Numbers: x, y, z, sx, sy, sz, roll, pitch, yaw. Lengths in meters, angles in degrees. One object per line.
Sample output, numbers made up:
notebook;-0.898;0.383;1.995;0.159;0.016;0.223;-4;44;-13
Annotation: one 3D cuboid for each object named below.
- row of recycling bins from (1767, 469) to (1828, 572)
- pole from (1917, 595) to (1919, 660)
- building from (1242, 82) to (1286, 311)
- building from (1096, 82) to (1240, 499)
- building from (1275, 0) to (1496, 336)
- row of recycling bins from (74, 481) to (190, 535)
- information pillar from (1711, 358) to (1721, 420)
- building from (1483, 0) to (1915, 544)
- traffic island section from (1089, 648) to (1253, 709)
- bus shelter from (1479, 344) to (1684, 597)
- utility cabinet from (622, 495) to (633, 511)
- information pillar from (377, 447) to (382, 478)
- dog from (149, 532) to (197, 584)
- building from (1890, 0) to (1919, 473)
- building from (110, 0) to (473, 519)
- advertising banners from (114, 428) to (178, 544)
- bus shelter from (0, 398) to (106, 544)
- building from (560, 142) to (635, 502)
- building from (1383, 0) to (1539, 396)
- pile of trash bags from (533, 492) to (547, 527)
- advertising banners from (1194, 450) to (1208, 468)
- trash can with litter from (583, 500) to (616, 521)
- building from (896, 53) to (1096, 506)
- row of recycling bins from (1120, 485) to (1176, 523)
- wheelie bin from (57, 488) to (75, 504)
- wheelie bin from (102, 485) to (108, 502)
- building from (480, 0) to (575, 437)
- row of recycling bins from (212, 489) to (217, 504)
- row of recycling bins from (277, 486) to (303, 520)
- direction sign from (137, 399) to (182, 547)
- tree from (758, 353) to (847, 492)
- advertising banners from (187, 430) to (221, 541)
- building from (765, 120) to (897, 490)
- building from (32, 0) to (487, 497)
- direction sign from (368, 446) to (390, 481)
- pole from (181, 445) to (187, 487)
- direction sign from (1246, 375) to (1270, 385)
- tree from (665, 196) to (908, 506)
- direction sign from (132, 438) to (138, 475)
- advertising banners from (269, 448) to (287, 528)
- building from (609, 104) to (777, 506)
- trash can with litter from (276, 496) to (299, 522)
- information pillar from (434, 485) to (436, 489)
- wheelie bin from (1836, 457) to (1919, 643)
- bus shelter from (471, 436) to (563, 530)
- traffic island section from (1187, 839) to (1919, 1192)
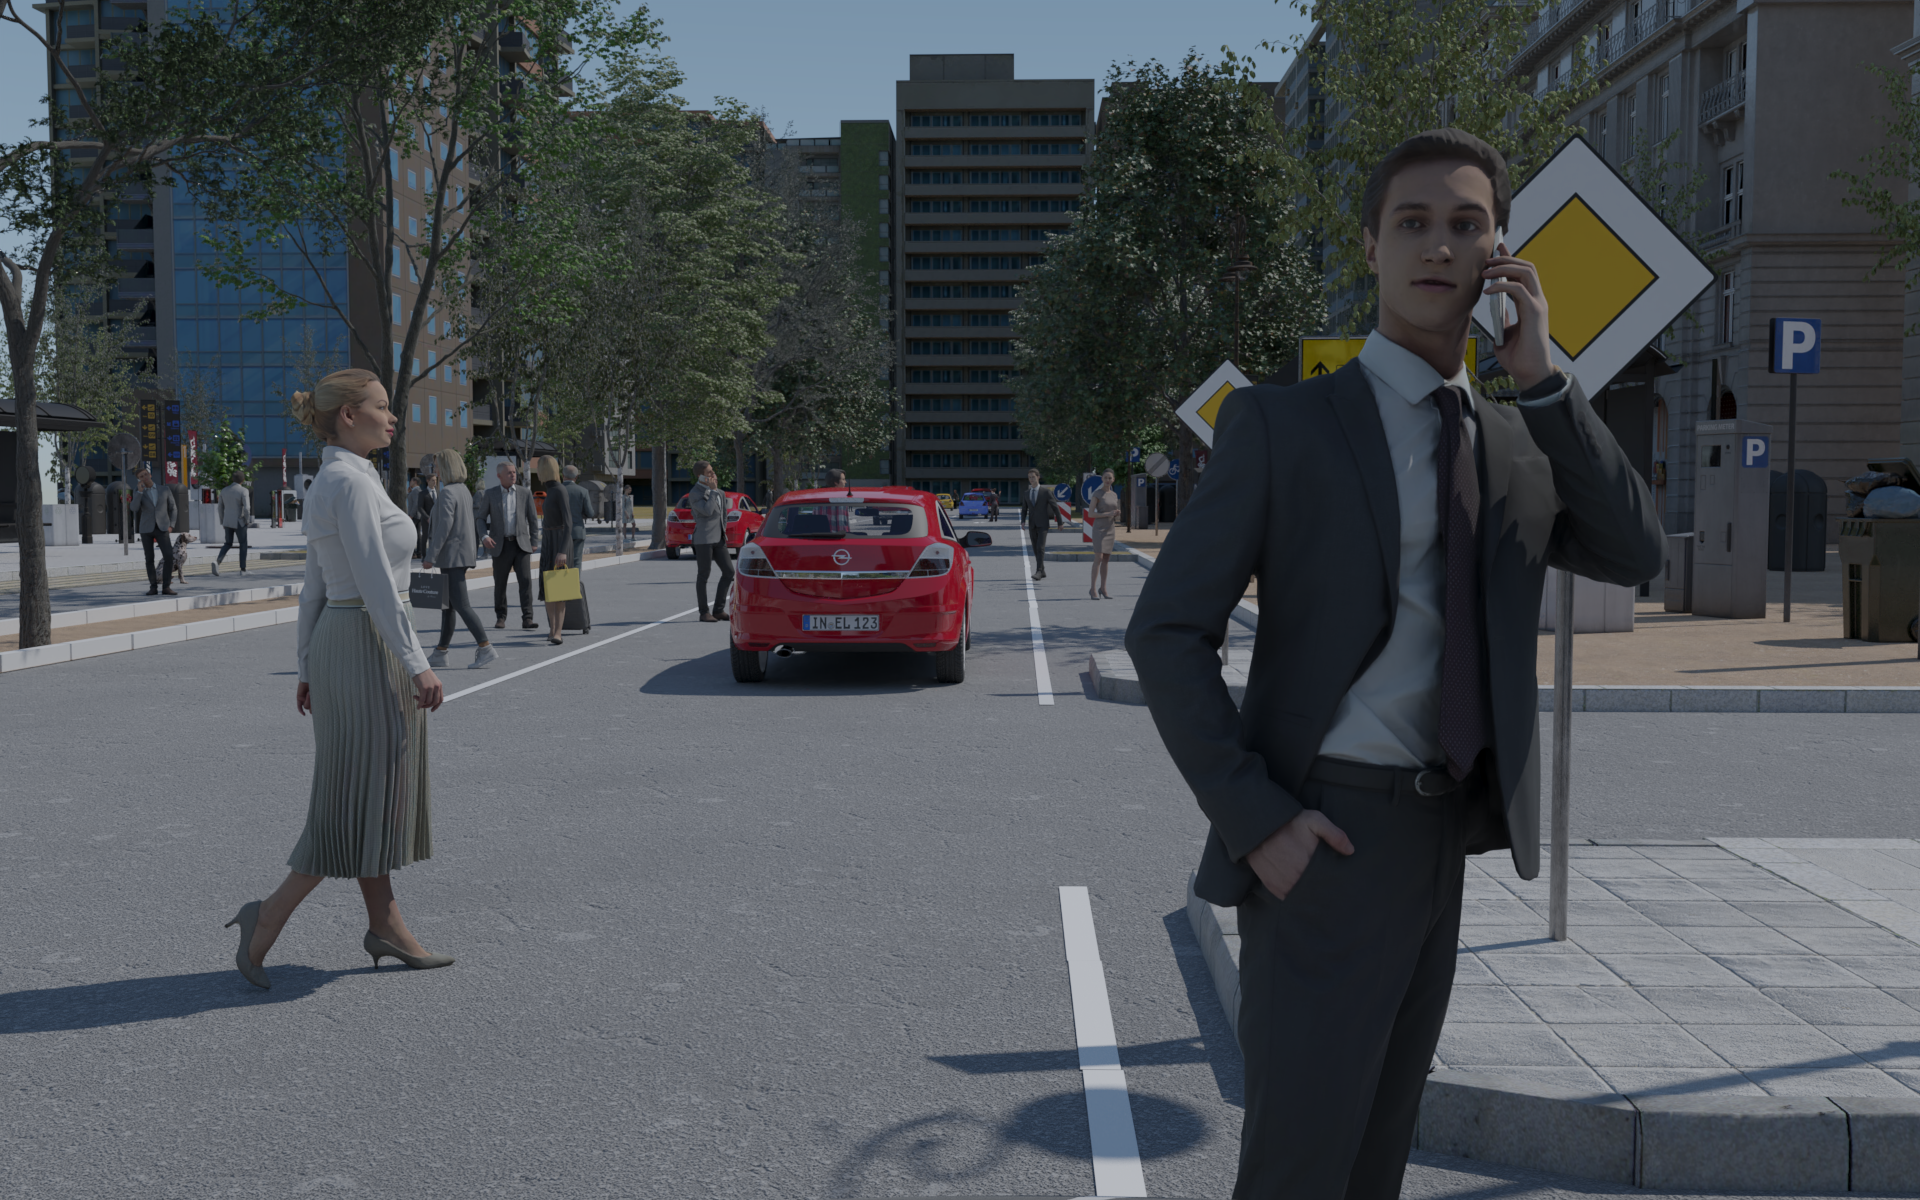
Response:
row of recycling bins;13.997;-1.414;30.235;1.069;1.692;3.534;0;4;2
pole;7.532;-1.191;13.324;0.158;3.312;0.155;0;3;0
building;36.598;-33.119;191.605;14.200;45.320;14.600;0;4;2
building;22.388;-33.114;191.527;14.200;45.320;14.600;0;4;2
building;38.717;-27.181;136.295;32.217;40.220;23.993;0;4;2
row of recycling bins;-26.707;-2.990;55.999;1.069;1.692;3.534;3;5;40
information pillar;13.122;-2.372;30.139;0.183;3.616;0.504;2;4;31
building;26.247;-13.033;54.894;13.314;21.916;24.055;0;4;2
traffic island section;2.005;0.569;12.985;2.009;0.180;2.903;0;4;2
bus shelter;7.921;-1.841;24.016;2.014;3.302;5.546;0;4;2
utility cabinet;-16.636;-4.566;85.818;0.306;1.237;1.020;2;4;29
information pillar;-22.174;-4.572;66.115;0.183;3.616;0.504;0;4;0
dog;-12.692;-0.664;27.687;0.800;0.831;0.513;1;4;14
building;32.858;-14.349;31.872;25.104;27.353;12.463;0;4;2
building;-36.302;-27.262;95.840;14.600;45.320;14.200;0;4;2
advertising banners;-21.248;-3.008;45.375;0.090;3.025;2.074;2;4;26
bus shelter;-20.134;-2.572;35.975;2.014;3.302;5.546;0;4;2
building;-35.014;-22.815;144.718;14.107;30.474;14.160;0;4;2
building;26.063;-15.178;77.038;11.050;23.489;19.941;0;4;2
pile of trash bags;-17.818;-3.543;67.684;3.447;1.369;1.912;0;4;-3
advertising banners;10.329;-4.437;68.730;2.074;3.025;0.090;1;4;8
trash can with litter;-16.786;-4.358;82.303;2.233;1.210;1.678;0;4;1
building;4.064;-34.932;194.846;21.600;48.544;21.300;0;4;2
row of recycling bins;8.965;-4.352;78.262;3.534;1.692;1.069;-1;4;-17
wheelie bin;-31.264;-3.231;60.734;0.693;1.594;0.980;-2;4;-28
wheelie bin;-30.946;-3.359;62.833;0.980;1.594;0.693;0;4;7
building;-38.896;-28.330;117.815;22.147;44.769;28.867;0;4;2
row of recycling bins;-33.805;-4.484;80.428;1.069;1.692;3.534;-3;5;-42
row of recycling bins;-32.422;-4.880;86.901;3.534;1.692;1.069;-1;4;-16
direction sign;-19.203;-3.039;41.681;0.876;3.537;0.379;-2;4;-34
tree;-6.974;-7.370;73.311;4.360;8.622;3.978;0;3;0
advertising banners;-20.951;-3.180;48.176;0.090;3.025;2.074;0;4;2
building;-14.189;-31.137;192.689;14.086;41.232;14.154;0;4;2
building;-56.897;-29.766;141.304;28.867;44.769;22.147;0;4;2
direction sign;-19.344;-4.027;57.833;0.876;3.537;0.379;1;4;15
pole;-32.237;-4.781;72.009;0.158;3.312;0.155;0;3;0
direction sign;5.757;-2.517;33.150;0.876;3.537;0.379;-2;4;-30
tree;-6.910;-8.942;65.671;9.611;12.733;9.660;0;3;0
direction sign;-33.249;-4.785;70.238;0.876;3.537;0.379;2;4;26
advertising banners;-25.720;-4.234;65.411;0.090;3.025;2.074;0;4;-4
building;-35.678;-33.216;197.700;28.867;44.769;22.147;0;4;2
trash can with litter;-30.645;-4.120;78.745;0.624;1.170;1.055;3;5;44
information pillar;-25.042;-4.757;82.276;0.304;2.012;0.304;-2;4;-26
wheelie bin;8.105;-0.441;15.126;0.693;1.594;0.980;0;4;-2
bus shelter;-16.244;-4.255;63.486;2.014;3.302;5.546;0;4;2
traffic island section;1.744;1.057;5.005;2.009;0.180;2.903;0;4;2
